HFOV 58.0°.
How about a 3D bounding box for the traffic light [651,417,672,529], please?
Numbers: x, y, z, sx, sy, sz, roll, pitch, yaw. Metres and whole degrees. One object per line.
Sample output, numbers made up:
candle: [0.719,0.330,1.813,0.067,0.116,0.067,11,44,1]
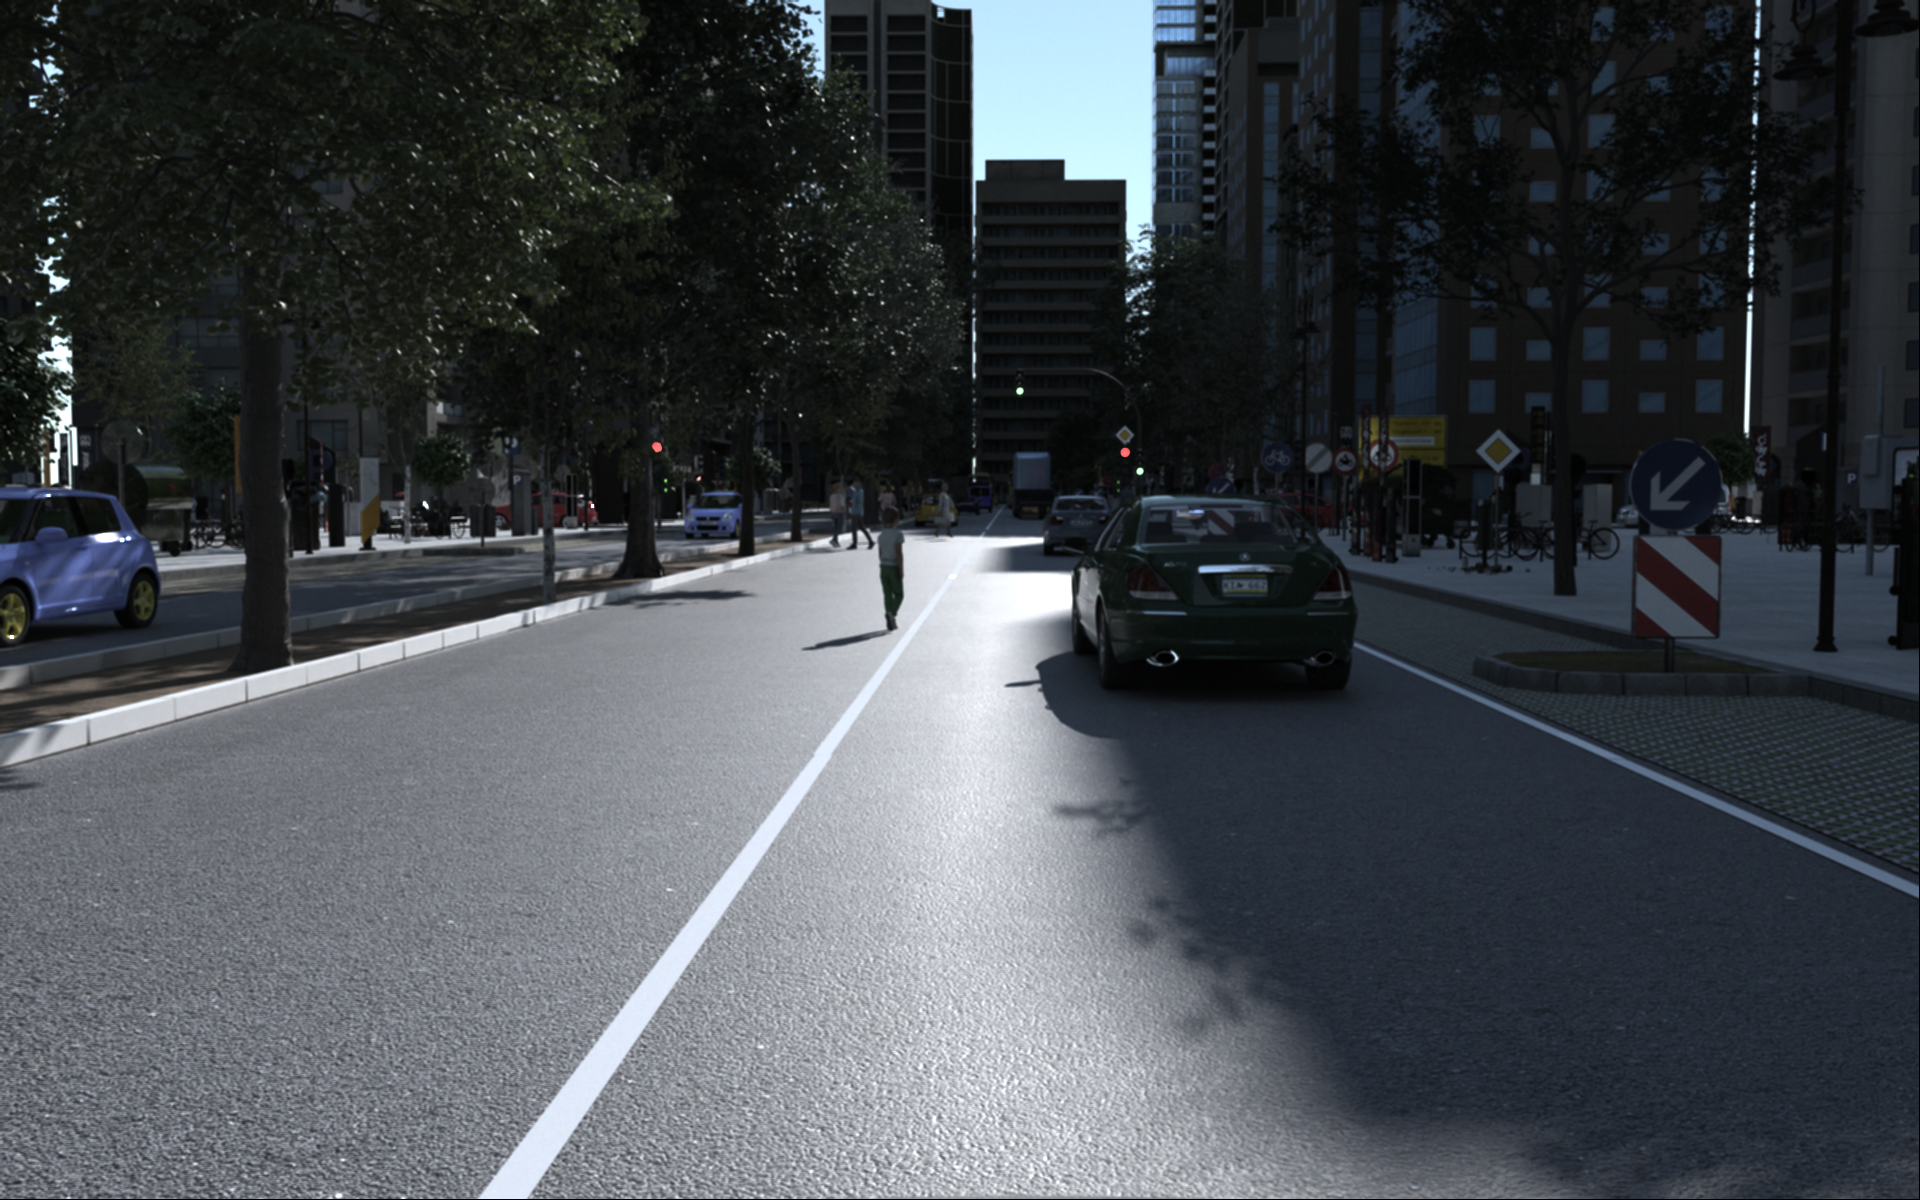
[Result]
traffic light: [-11.019,-4.560,63.479,0.839,4.253,0.868,0,4,2]

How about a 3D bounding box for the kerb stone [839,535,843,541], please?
kerb stone: [-3.739,-1.850,52.449,0.120,0.150,1.000,0,4,2]

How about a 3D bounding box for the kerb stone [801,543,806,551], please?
kerb stone: [-4.025,-1.287,43.235,0.120,0.150,1.000,0,4,2]

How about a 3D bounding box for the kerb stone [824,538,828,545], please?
kerb stone: [-3.874,-1.600,48.350,0.120,0.150,1.000,0,4,2]

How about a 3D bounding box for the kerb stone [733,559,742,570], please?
kerb stone: [-4.338,-0.657,32.964,0.120,0.150,1.000,0,4,2]

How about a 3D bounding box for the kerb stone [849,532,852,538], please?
kerb stone: [-3.654,-2.037,55.519,0.120,0.150,1.000,0,4,2]

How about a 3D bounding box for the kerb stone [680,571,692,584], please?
kerb stone: [-4.493,-0.345,27.835,0.120,0.150,1.000,0,4,2]

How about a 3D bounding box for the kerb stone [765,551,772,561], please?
kerb stone: [-4.212,-0.910,37.076,0.120,0.150,1.000,0,4,2]

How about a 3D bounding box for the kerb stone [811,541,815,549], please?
kerb stone: [-3.972,-1.412,45.285,0.120,0.150,1.000,0,4,2]

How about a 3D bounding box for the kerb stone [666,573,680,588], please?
kerb stone: [-4.523,-0.281,26.813,0.120,0.150,1.000,0,4,2]

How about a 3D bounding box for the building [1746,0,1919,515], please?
building: [61.256,-33.746,93.745,28.212,58.520,21.231,0,4,2]

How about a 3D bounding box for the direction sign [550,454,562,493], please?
direction sign: [-21.522,-6.133,92.267,0.876,3.537,0.379,2,4,34]

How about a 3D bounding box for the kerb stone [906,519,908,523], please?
kerb stone: [-2.774,-3.820,84.685,0.120,0.150,1.000,0,4,2]

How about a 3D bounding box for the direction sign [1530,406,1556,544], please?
direction sign: [15.172,-3.225,44.733,0.876,3.537,0.379,0,4,7]

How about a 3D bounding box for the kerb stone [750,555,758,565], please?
kerb stone: [-4.277,-0.780,35.023,0.120,0.150,1.000,0,4,2]

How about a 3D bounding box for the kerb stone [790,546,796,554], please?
kerb stone: [-4.093,-1.161,41.185,0.120,0.150,1.000,0,4,2]

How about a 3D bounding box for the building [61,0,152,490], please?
building: [-42.268,-32.508,120.748,28.713,52.752,27.495,0,4,2]

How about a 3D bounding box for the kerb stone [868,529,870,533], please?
kerb stone: [-3.440,-2.477,62.690,0.120,0.150,1.000,0,4,2]

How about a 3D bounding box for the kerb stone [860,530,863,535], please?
kerb stone: [-3.528,-2.282,59.612,0.120,0.150,1.000,0,4,2]

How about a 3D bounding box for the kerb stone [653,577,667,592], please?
kerb stone: [-4.553,-0.218,25.782,0.120,0.150,1.000,0,4,2]

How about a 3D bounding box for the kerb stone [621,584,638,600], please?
kerb stone: [-4.612,-0.090,23.724,0.120,0.150,1.000,0,4,2]

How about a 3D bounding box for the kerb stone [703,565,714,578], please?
kerb stone: [-4.436,-0.471,29.891,0.120,0.150,1.000,0,4,2]

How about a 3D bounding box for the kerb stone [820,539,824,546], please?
kerb stone: [-3.901,-1.531,47.328,0.120,0.150,1.000,0,4,2]

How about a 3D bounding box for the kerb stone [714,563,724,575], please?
kerb stone: [-4.398,-0.533,30.917,0.120,0.150,1.000,0,4,2]

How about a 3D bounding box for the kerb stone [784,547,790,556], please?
kerb stone: [-4.119,-1.099,40.159,0.120,0.150,1.000,0,4,2]

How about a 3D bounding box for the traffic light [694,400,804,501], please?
traffic light: [-8.684,-5.918,71.433,4.771,5.953,1.251,0,4,2]

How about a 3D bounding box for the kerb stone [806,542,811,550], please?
kerb stone: [-3.994,-1.350,44.264,0.120,0.150,1.000,0,4,2]

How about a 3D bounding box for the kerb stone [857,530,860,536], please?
kerb stone: [-3.565,-2.224,58.590,0.120,0.150,1.000,0,4,2]

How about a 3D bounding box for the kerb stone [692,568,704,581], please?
kerb stone: [-4.465,-0.402,28.864,0.120,0.150,1.000,0,4,2]

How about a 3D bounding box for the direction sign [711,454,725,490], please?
direction sign: [-13.734,-6.502,98.310,0.876,3.537,0.379,-3,5,-41]

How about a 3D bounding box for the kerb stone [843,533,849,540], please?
kerb stone: [-3.685,-1.972,54.497,0.120,0.150,1.000,0,4,2]

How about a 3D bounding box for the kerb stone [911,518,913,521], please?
kerb stone: [-2.649,-4.073,88.786,0.120,0.150,1.000,0,4,2]

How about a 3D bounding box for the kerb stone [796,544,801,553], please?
kerb stone: [-4.054,-1.224,42.214,0.120,0.150,1.000,0,4,2]

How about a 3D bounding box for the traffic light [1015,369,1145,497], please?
traffic light: [4.391,-5.396,62.890,4.771,5.953,1.251,0,4,2]

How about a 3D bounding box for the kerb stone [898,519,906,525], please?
kerb stone: [-2.810,-3.760,83.664,0.120,0.150,1.000,0,4,2]

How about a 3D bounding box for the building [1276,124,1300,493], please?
building: [32.196,-22.417,138.214,14.160,30.474,14.107,0,4,2]

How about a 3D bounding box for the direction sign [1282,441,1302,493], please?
direction sign: [14.180,-5.005,73.822,0.379,3.537,0.876,-3,5,-43]

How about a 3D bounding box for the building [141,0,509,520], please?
building: [-33.166,-24.962,91.718,14.154,41.232,14.086,0,4,2]

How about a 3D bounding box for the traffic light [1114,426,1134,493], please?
traffic light: [6.726,-5.017,70.950,0.839,4.253,0.868,0,4,2]

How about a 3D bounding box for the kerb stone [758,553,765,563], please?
kerb stone: [-4.242,-0.842,36.045,0.120,0.150,1.000,0,4,2]

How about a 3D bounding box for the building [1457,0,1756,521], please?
building: [30.634,-26.833,88.835,14.200,45.320,14.600,0,4,2]

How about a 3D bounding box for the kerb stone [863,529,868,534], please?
kerb stone: [-3.474,-2.413,61.669,0.120,0.150,1.000,0,4,2]

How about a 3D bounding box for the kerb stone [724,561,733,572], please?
kerb stone: [-4.370,-0.596,31.939,0.120,0.150,1.000,0,4,2]

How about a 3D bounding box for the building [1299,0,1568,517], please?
building: [30.624,-28.476,115.686,14.600,45.320,14.200,0,4,2]

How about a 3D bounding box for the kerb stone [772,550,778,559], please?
kerb stone: [-4.188,-0.973,38.104,0.120,0.150,1.000,0,4,2]

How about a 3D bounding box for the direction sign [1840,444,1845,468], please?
direction sign: [39.982,-5.293,78.529,0.379,3.537,0.876,1,4,18]

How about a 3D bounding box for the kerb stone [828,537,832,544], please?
kerb stone: [-3.841,-1.663,49.379,0.120,0.150,1.000,0,4,2]

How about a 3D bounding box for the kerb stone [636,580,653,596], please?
kerb stone: [-4.584,-0.156,24.751,0.120,0.150,1.000,0,4,2]

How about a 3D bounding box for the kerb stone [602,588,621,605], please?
kerb stone: [-4.649,-0.031,22.703,0.120,0.150,1.000,0,4,2]

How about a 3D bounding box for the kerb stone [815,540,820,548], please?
kerb stone: [-3.933,-1.475,46.307,0.120,0.150,1.000,0,4,2]

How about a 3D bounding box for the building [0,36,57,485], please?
building: [-67.214,-33.755,93.895,28.212,58.520,21.231,0,4,2]

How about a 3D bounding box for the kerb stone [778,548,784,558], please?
kerb stone: [-4.149,-1.036,39.128,0.120,0.150,1.000,0,4,2]

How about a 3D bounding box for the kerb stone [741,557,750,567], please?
kerb stone: [-4.312,-0.722,33.999,0.120,0.150,1.000,0,4,2]
